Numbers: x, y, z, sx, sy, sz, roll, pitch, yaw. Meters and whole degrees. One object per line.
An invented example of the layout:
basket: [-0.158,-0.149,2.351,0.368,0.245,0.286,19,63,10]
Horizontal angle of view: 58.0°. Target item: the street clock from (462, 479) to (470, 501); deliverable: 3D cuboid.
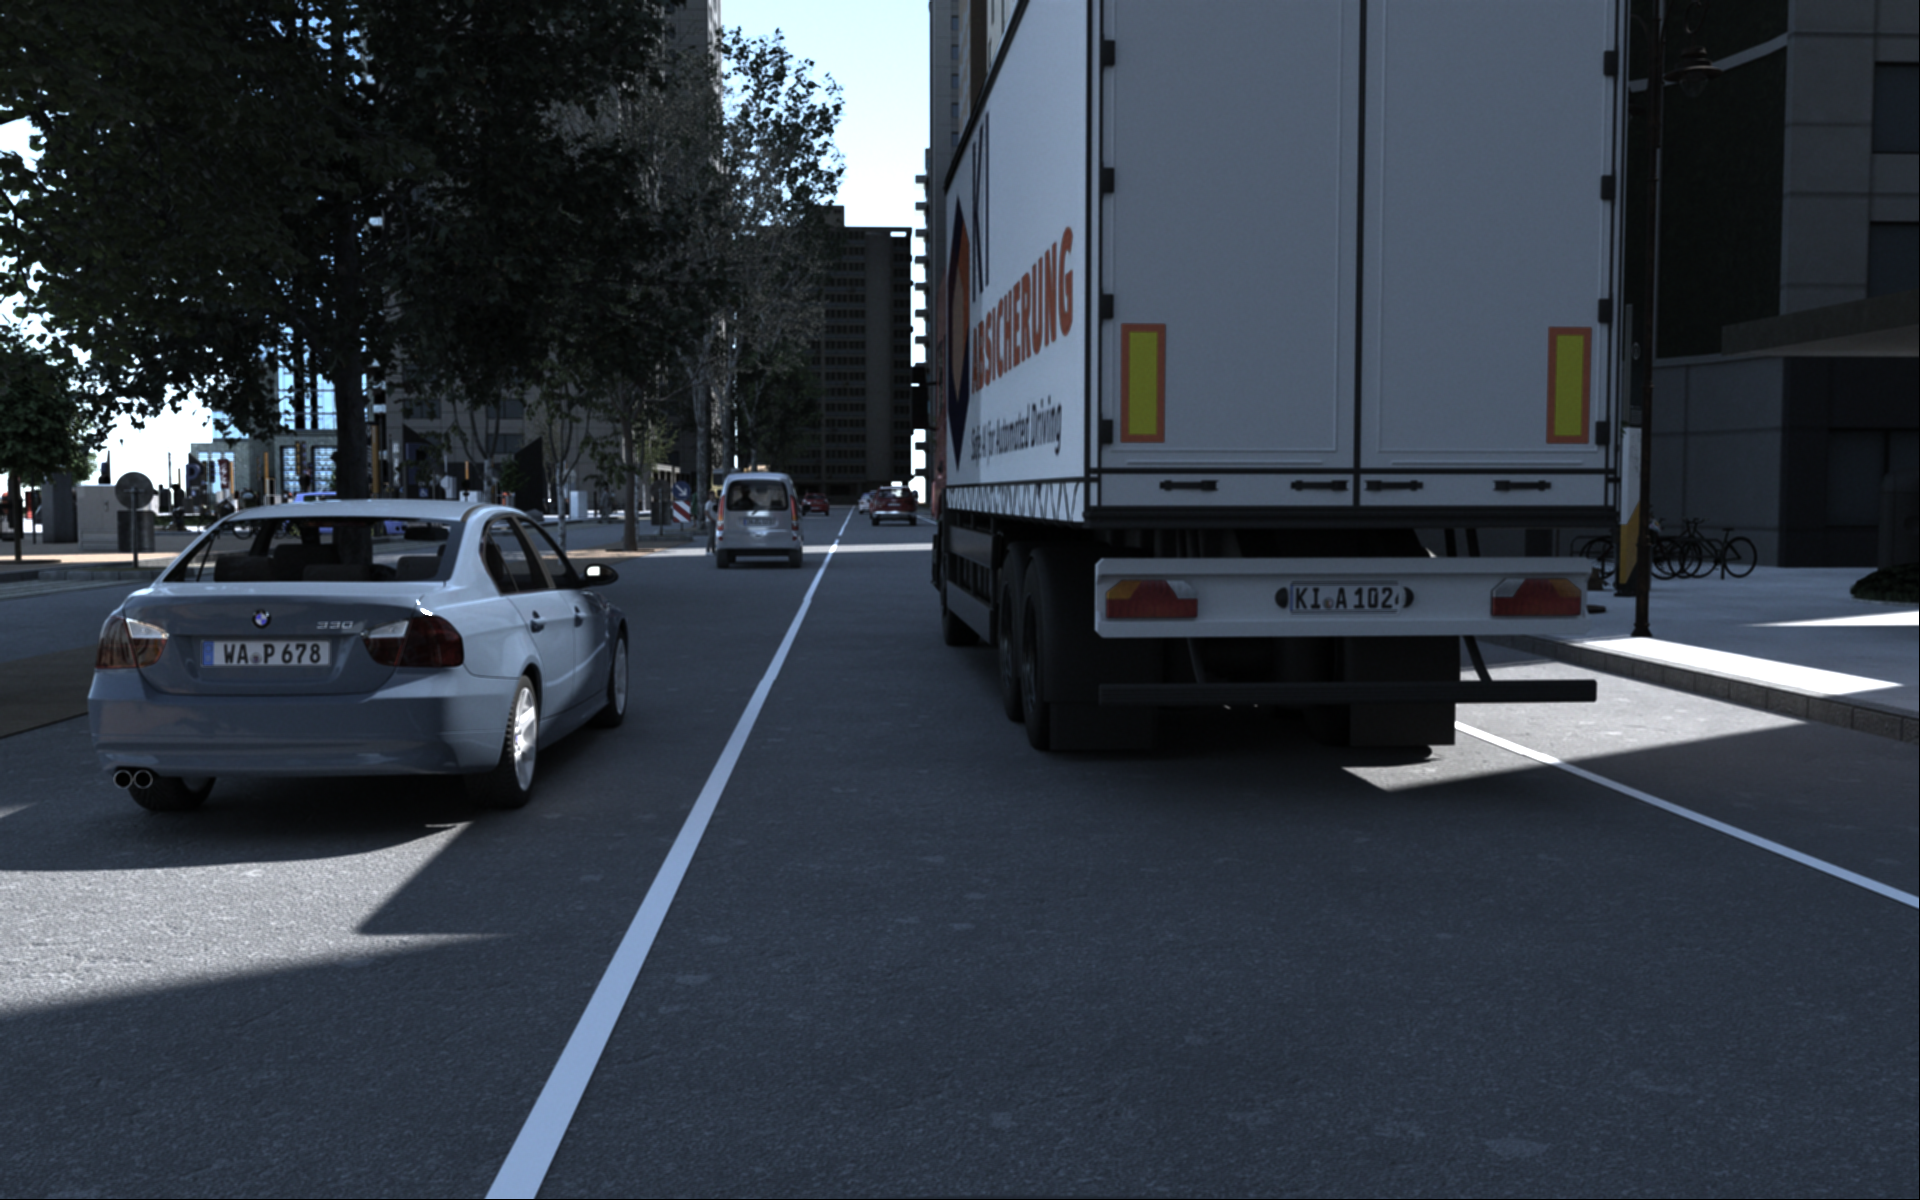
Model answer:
street clock: [-24.269,-4.927,85.130,0.358,2.002,0.471,-3,5,-44]

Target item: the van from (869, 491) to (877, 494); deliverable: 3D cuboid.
van: [-10.269,-12.365,209.184,2.013,2.044,4.112,0,4,-2]

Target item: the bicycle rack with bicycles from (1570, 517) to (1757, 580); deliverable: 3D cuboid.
bicycle rack with bicycles: [10.797,-0.820,26.792,2.925,0.926,2.852,0,4,6]

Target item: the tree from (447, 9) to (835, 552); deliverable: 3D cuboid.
tree: [-8.174,-7.936,42.584,12.009,13.543,11.850,0,3,0]

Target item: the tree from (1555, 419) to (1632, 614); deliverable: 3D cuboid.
tree: [6.677,-1.493,19.008,1.663,3.219,1.824,0,3,0]

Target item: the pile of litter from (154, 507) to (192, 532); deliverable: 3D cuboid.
pile of litter: [-27.079,-2.785,59.492,1.176,0.858,1.719,-2,4,-32]

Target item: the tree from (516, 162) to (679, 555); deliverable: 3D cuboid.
tree: [-7.928,-4.982,34.276,4.737,8.622,4.395,0,3,0]

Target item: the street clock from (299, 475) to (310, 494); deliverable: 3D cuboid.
street clock: [-24.310,-3.653,64.290,0.358,2.002,0.471,0,4,6]

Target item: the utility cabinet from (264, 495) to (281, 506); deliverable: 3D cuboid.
utility cabinet: [-37.402,-5.096,94.485,0.306,1.237,1.020,3,5,40]

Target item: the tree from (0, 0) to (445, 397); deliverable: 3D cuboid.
tree: [-7.122,-5.584,11.890,7.486,12.596,7.792,0,3,0]

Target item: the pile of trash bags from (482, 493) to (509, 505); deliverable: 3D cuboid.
pile of trash bags: [-27.651,-5.613,101.520,1.912,1.369,3.447,2,4,30]

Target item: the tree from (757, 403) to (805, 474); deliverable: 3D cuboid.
tree: [-12.604,-10.151,118.781,4.360,8.622,3.978,0,3,0]

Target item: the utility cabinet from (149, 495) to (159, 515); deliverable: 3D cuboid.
utility cabinet: [-46.411,-5.406,99.542,0.306,1.237,1.020,0,4,-1]

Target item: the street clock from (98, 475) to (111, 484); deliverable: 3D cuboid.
street clock: [-33.293,-3.844,67.426,0.358,2.002,0.471,1,4,9]

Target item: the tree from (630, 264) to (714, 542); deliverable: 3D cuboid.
tree: [-9.541,-6.001,50.937,4.360,8.622,3.978,0,3,0]

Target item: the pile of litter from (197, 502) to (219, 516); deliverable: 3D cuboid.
pile of litter: [-31.688,-3.611,73.004,1.719,0.858,1.176,2,4,33]

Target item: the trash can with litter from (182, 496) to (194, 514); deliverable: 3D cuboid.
trash can with litter: [-37.180,-4.481,84.315,2.233,1.210,1.678,-1,4,-17]

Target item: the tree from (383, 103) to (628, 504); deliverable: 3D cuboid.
tree: [-7.974,-4.666,29.114,4.360,8.622,3.978,0,3,0]

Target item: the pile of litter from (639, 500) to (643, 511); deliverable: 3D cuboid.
pile of litter: [-24.371,-7.111,130.226,1.176,0.858,1.719,-1,4,-13]

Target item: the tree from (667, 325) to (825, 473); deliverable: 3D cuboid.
tree: [-11.150,-9.351,89.766,8.767,10.594,7.601,0,4,-3]

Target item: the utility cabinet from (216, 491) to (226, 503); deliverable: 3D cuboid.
utility cabinet: [-50.311,-6.682,117.930,0.318,1.500,1.173,0,4,-6]

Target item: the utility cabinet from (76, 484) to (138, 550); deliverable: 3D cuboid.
utility cabinet: [-19.254,-1.857,39.036,1.173,1.500,0.318,0,4,3]

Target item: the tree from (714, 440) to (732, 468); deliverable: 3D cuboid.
tree: [-26.472,-14.465,186.868,4.360,8.622,3.978,0,3,0]

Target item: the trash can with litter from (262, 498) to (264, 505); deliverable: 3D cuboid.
trash can with litter: [-51.877,-7.195,129.018,1.055,1.170,0.624,1,4,10]

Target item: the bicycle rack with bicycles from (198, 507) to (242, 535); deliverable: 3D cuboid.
bicycle rack with bicycles: [-20.069,-2.245,50.085,2.925,0.926,2.852,0,4,8]

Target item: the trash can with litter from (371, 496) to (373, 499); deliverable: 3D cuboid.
trash can with litter: [-40.608,-6.555,118.557,0.624,1.170,1.055,2,4,28]

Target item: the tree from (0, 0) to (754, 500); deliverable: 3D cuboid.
tree: [-7.510,-6.220,21.163,9.611,12.733,9.660,0,3,0]

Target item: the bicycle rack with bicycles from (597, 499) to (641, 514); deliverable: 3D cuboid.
bicycle rack with bicycles: [-22.906,-6.169,114.242,2.852,0.926,2.925,2,4,33]

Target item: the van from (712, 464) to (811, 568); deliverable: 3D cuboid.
van: [-4.009,-1.705,34.886,2.013,2.044,4.112,0,4,-5]

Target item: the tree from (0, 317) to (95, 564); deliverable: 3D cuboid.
tree: [-17.548,-2.973,32.317,4.285,4.588,4.351,0,3,0]

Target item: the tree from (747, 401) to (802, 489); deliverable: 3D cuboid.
tree: [-13.253,-10.452,123.704,4.737,8.622,4.395,0,3,0]

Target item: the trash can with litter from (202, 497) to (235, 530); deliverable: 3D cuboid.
trash can with litter: [-25.474,-2.941,59.478,1.055,1.170,0.624,0,4,1]

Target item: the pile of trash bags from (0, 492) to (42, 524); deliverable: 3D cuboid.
pile of trash bags: [-38.736,-3.894,73.415,3.447,1.369,1.912,-3,5,-40]

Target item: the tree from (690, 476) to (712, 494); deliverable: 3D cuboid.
tree: [-24.466,-10.214,161.606,1.663,3.219,1.824,0,3,0]

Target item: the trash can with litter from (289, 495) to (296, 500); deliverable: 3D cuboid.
trash can with litter: [-38.654,-5.415,99.593,2.233,1.210,1.678,0,4,-4]

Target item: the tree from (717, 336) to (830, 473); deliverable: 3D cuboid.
tree: [-12.107,-11.209,111.476,9.928,11.665,9.643,0,3,0]

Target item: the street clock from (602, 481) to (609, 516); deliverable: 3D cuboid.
street clock: [-20.359,-5.786,99.166,0.358,2.002,0.471,2,4,32]

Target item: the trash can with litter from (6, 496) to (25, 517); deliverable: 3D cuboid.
trash can with litter: [-52.095,-5.164,95.497,1.678,1.210,2.233,0,4,-7]

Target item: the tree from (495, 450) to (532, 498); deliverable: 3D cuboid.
tree: [-19.842,-5.031,76.857,1.663,3.219,1.824,0,3,0]

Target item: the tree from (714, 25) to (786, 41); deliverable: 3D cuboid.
tree: [-11.087,-12.713,66.203,12.611,20.169,13.585,0,3,0]

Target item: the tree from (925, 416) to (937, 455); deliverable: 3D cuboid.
tree: [-0.715,-11.664,141.076,4.737,8.622,4.395,0,3,0]

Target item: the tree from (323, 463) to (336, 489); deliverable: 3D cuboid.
tree: [-32.835,-5.921,91.404,1.663,3.219,1.824,0,3,0]

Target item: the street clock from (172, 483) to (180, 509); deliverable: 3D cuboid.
street clock: [-53.432,-6.939,118.016,0.471,2.002,0.358,-3,5,-45]

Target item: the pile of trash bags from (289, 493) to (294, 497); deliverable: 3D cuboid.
pile of trash bags: [-46.991,-6.787,120.715,1.912,1.369,3.447,-2,4,-31]

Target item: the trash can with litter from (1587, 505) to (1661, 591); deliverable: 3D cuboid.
trash can with litter: [8.697,-0.709,22.987,1.055,1.170,0.624,1,4,10]

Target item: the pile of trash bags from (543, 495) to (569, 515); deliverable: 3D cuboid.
pile of trash bags: [-24.578,-5.875,105.814,1.912,1.369,3.447,1,4,21]
